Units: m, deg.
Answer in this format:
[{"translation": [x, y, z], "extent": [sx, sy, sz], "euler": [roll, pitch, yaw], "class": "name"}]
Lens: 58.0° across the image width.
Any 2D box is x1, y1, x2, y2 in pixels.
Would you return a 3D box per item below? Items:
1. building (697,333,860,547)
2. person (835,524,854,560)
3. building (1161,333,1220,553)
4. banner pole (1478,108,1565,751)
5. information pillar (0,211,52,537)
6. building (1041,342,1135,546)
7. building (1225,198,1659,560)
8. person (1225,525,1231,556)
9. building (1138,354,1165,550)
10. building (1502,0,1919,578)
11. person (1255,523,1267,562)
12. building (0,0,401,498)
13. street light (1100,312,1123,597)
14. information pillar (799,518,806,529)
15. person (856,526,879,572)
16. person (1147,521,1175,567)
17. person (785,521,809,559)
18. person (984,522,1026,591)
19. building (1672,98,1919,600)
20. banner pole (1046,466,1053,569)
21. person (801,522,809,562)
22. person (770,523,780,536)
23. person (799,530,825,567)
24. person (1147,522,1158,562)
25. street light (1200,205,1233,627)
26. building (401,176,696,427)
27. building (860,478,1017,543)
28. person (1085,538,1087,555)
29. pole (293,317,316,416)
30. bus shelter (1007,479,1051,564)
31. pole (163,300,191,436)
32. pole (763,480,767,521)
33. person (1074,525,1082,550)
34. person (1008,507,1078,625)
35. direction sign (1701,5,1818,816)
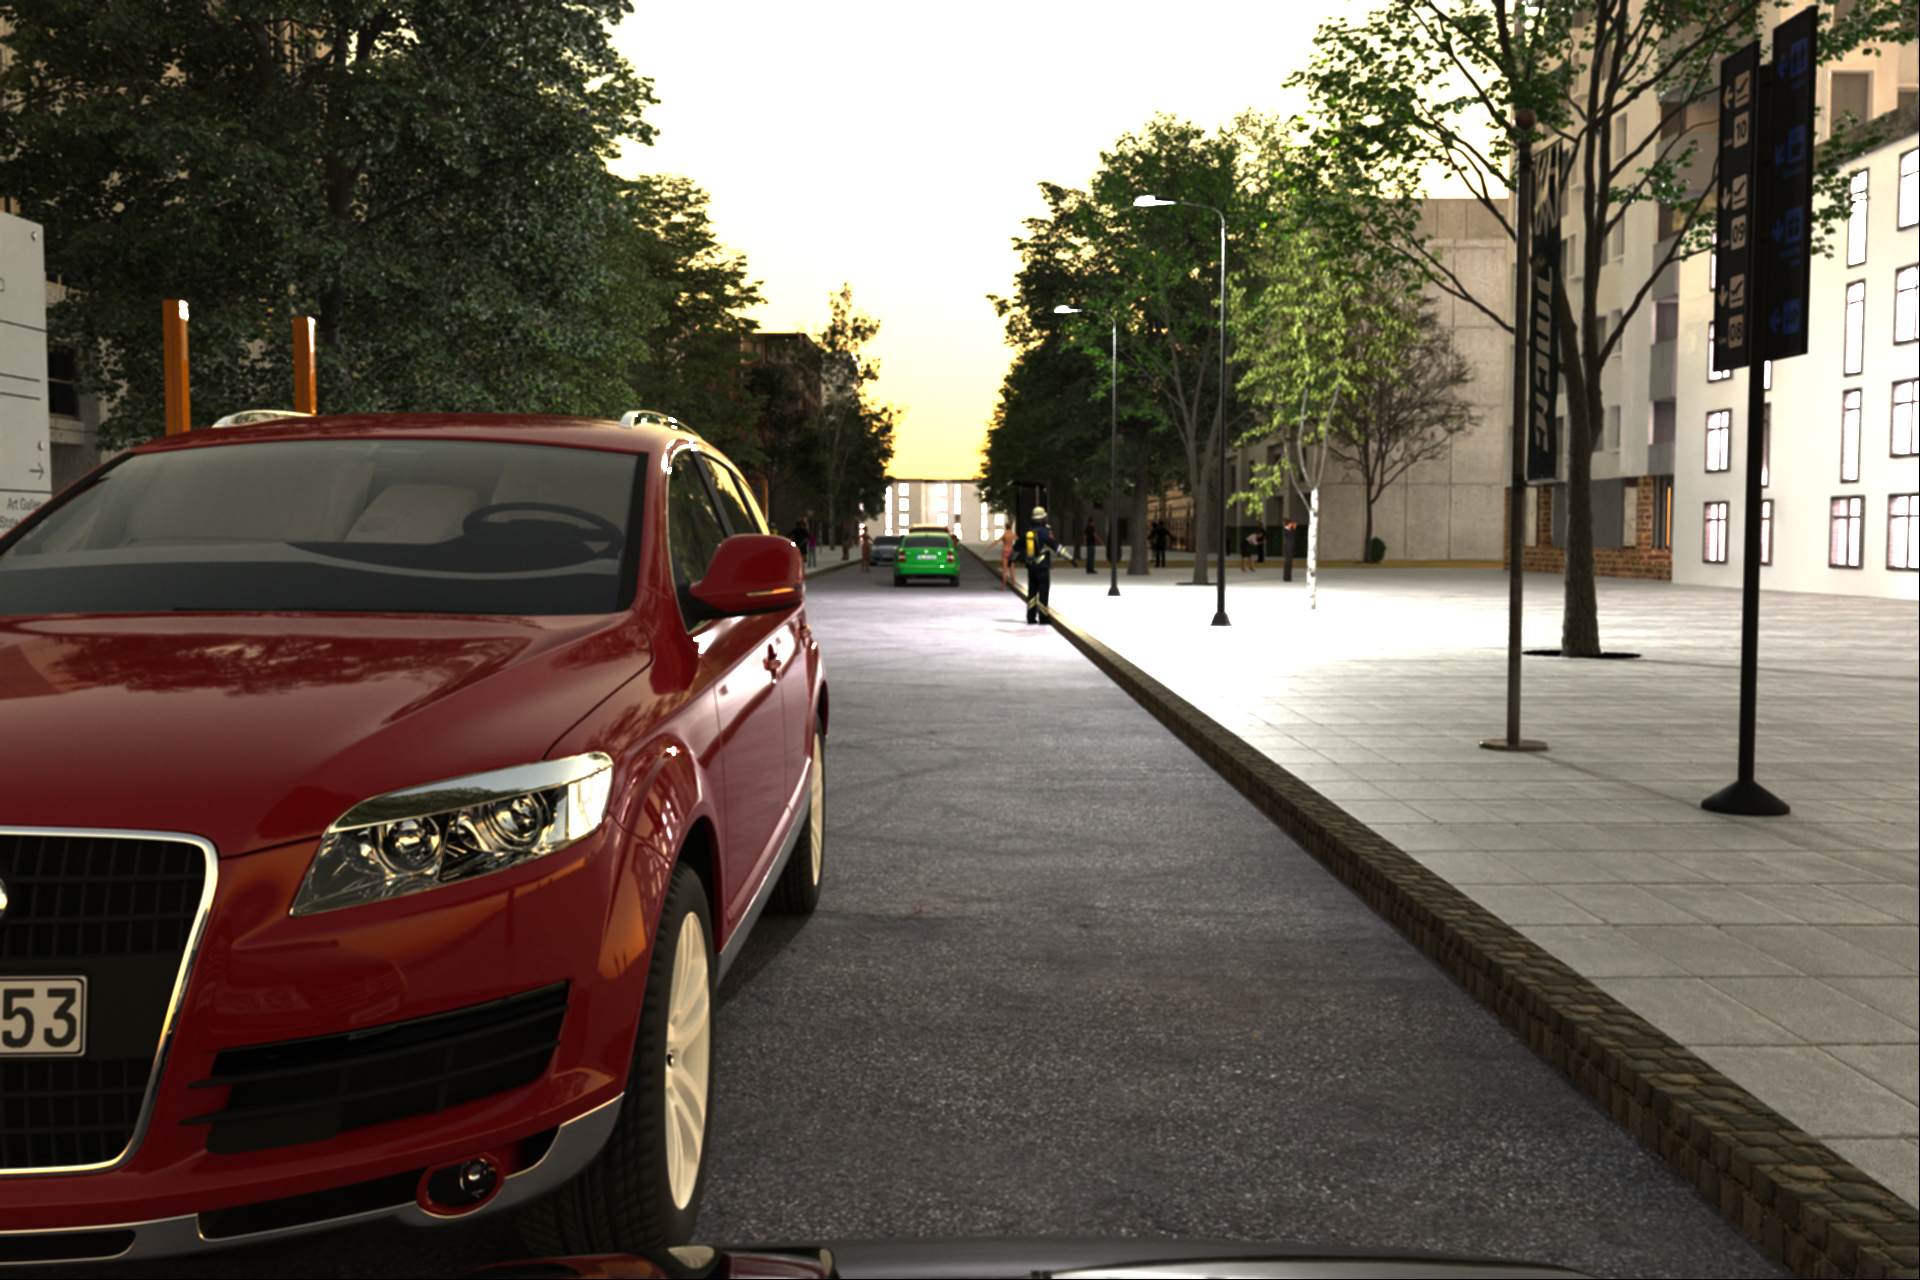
[{"translation": [-26.049, -21.290, 192.066], "extent": [27.936, 21.610, 32.646], "euler": [0, 4, 0], "class": "building"}, {"translation": [-5.689, -4.858, 85.706], "extent": [1.348, 1.796, 0.705], "euler": [3, 5, 44], "class": "person"}, {"translation": [25.085, -18.008, 125.363], "extent": [19.493, 23.208, 18.063], "euler": [0, 3, 0], "class": "building"}, {"translation": [3.329, -1.227, 10.071], "extent": [0.401, 3.779, 0.863], "euler": [0, 4, -1], "class": "banner pole"}, {"translation": [-7.033, -1.293, 12.452], "extent": [0.184, 3.620, 1.656], "euler": [0, 4, -1], "class": "information pillar"}, {"translation": [22.522, -21.823, 200.773], "extent": [27.936, 21.610, 32.646], "euler": [0, 4, -1], "class": "building"}, {"translation": [25.811, -14.275, 99.850], "extent": [16.747, 18.905, 31.486], "euler": [0, 3, 0], "class": "building"}, {"translation": [15.743, -5.862, 101.976], "extent": [0.705, 1.813, 1.348], "euler": [0, 4, -2], "class": "person"}, {"translation": [24.904, -19.131, 143.717], "extent": [19.493, 23.208, 18.063], "euler": [0, 3, 0], "class": "building"}, {"translation": [24.279, -12.408, 59.291], "extent": [16.016, 20.090, 11.380], "euler": [0, 4, -1], "class": "building"}, {"translation": [13.595, -4.419, 78.475], "extent": [0.704, 1.802, 1.346], "euler": [-1, 4, -23], "class": "person"}, {"translation": [-29.140, -11.213, 49.786], "extent": [16.747, 18.905, 31.486], "euler": [0, 4, -1], "class": "building"}, {"translation": [3.701, -3.842, 35.366], "extent": [1.470, 5.913, 1.316], "euler": [0, 4, -1], "class": "street light"}, {"translation": [-7.289, -4.625, 80.118], "extent": [0.304, 2.012, 0.304], "euler": [0, 4, -1], "class": "information pillar"}, {"translation": [-3.513, -3.440, 65.497], "extent": [0.721, 1.733, 1.217], "euler": [3, 5, 40], "class": "person"}, {"translation": [7.808, -3.750, 67.491], "extent": [1.347, 1.806, 0.705], "euler": [-1, 4, -18], "class": "person"}, {"translation": [-6.904, -4.162, 73.980], "extent": [1.347, 1.837, 0.705], "euler": [-1, 4, -10], "class": "person"}, {"translation": [1.184, -2.100, 43.599], "extent": [1.217, 1.733, 0.721], "euler": [-1, 4, -21], "class": "person"}, {"translation": [22.982, -5.436, 31.025], "extent": [9.099, 9.664, 28.070], "euler": [0, 3, 0], "class": "building"}, {"translation": [3.236, -4.492, 63.456], "extent": [0.401, 3.779, 0.863], "euler": [0, 3, 0], "class": "banner pole"}, {"translation": [-7.096, -4.422, 78.432], "extent": [0.704, 1.812, 1.346], "euler": [1, 4, 19], "class": "person"}, {"translation": [-9.535, -5.032, 88.249], "extent": [0.705, 1.833, 1.349], "euler": [2, 4, 31], "class": "person"}, {"translation": [-5.726, -3.529, 66.965], "extent": [0.991, 1.433, 0.599], "euler": [0, 4, -7], "class": "person"}, {"translation": [8.842, -4.457, 79.019], "extent": [0.704, 1.843, 1.345], "euler": [3, 5, 40], "class": "person"}, {"translation": [4.171, -3.142, 23.920], "extent": [1.470, 5.913, 1.316], "euler": [0, 4, -1], "class": "street light"}, {"translation": [-26.119, -14.335, 100.829], "extent": [16.747, 18.905, 31.486], "euler": [0, 4, 0], "class": "building"}, {"translation": [-5.282, -19.286, 259.925], "extent": [28.070, 9.664, 9.099], "euler": [0, 4, 4], "class": "building"}, {"translation": [7.794, -6.026, 104.705], "extent": [0.705, 1.806, 1.347], "euler": [1, 4, 21], "class": "person"}, {"translation": [-6.188, -1.381, 16.428], "extent": [0.158, 3.312, 0.155], "euler": [0, 3, 0], "class": "pole"}, {"translation": [3.094, -5.285, 77.690], "extent": [1.731, 3.624, 6.357], "euler": [0, 4, 0], "class": "bus shelter"}, {"translation": [-6.852, -1.307, 15.215], "extent": [0.158, 3.312, 0.155], "euler": [0, 3, 0], "class": "pole"}, {"translation": [-7.348, -4.370, 65.290], "extent": [0.158, 3.312, 0.155], "euler": [0, 3, 0], "class": "pole"}, {"translation": [6.744, -5.698, 99.289], "extent": [0.704, 1.817, 1.347], "euler": [1, 4, 15], "class": "person"}, {"translation": [1.264, -1.179, 27.510], "extent": [1.354, 1.856, 0.705], "euler": [3, 5, 39], "class": "person"}, {"translation": [3.653, -0.976, 7.952], "extent": [0.379, 3.537, 0.876], "euler": [0, 4, 0], "class": "direction sign"}]
